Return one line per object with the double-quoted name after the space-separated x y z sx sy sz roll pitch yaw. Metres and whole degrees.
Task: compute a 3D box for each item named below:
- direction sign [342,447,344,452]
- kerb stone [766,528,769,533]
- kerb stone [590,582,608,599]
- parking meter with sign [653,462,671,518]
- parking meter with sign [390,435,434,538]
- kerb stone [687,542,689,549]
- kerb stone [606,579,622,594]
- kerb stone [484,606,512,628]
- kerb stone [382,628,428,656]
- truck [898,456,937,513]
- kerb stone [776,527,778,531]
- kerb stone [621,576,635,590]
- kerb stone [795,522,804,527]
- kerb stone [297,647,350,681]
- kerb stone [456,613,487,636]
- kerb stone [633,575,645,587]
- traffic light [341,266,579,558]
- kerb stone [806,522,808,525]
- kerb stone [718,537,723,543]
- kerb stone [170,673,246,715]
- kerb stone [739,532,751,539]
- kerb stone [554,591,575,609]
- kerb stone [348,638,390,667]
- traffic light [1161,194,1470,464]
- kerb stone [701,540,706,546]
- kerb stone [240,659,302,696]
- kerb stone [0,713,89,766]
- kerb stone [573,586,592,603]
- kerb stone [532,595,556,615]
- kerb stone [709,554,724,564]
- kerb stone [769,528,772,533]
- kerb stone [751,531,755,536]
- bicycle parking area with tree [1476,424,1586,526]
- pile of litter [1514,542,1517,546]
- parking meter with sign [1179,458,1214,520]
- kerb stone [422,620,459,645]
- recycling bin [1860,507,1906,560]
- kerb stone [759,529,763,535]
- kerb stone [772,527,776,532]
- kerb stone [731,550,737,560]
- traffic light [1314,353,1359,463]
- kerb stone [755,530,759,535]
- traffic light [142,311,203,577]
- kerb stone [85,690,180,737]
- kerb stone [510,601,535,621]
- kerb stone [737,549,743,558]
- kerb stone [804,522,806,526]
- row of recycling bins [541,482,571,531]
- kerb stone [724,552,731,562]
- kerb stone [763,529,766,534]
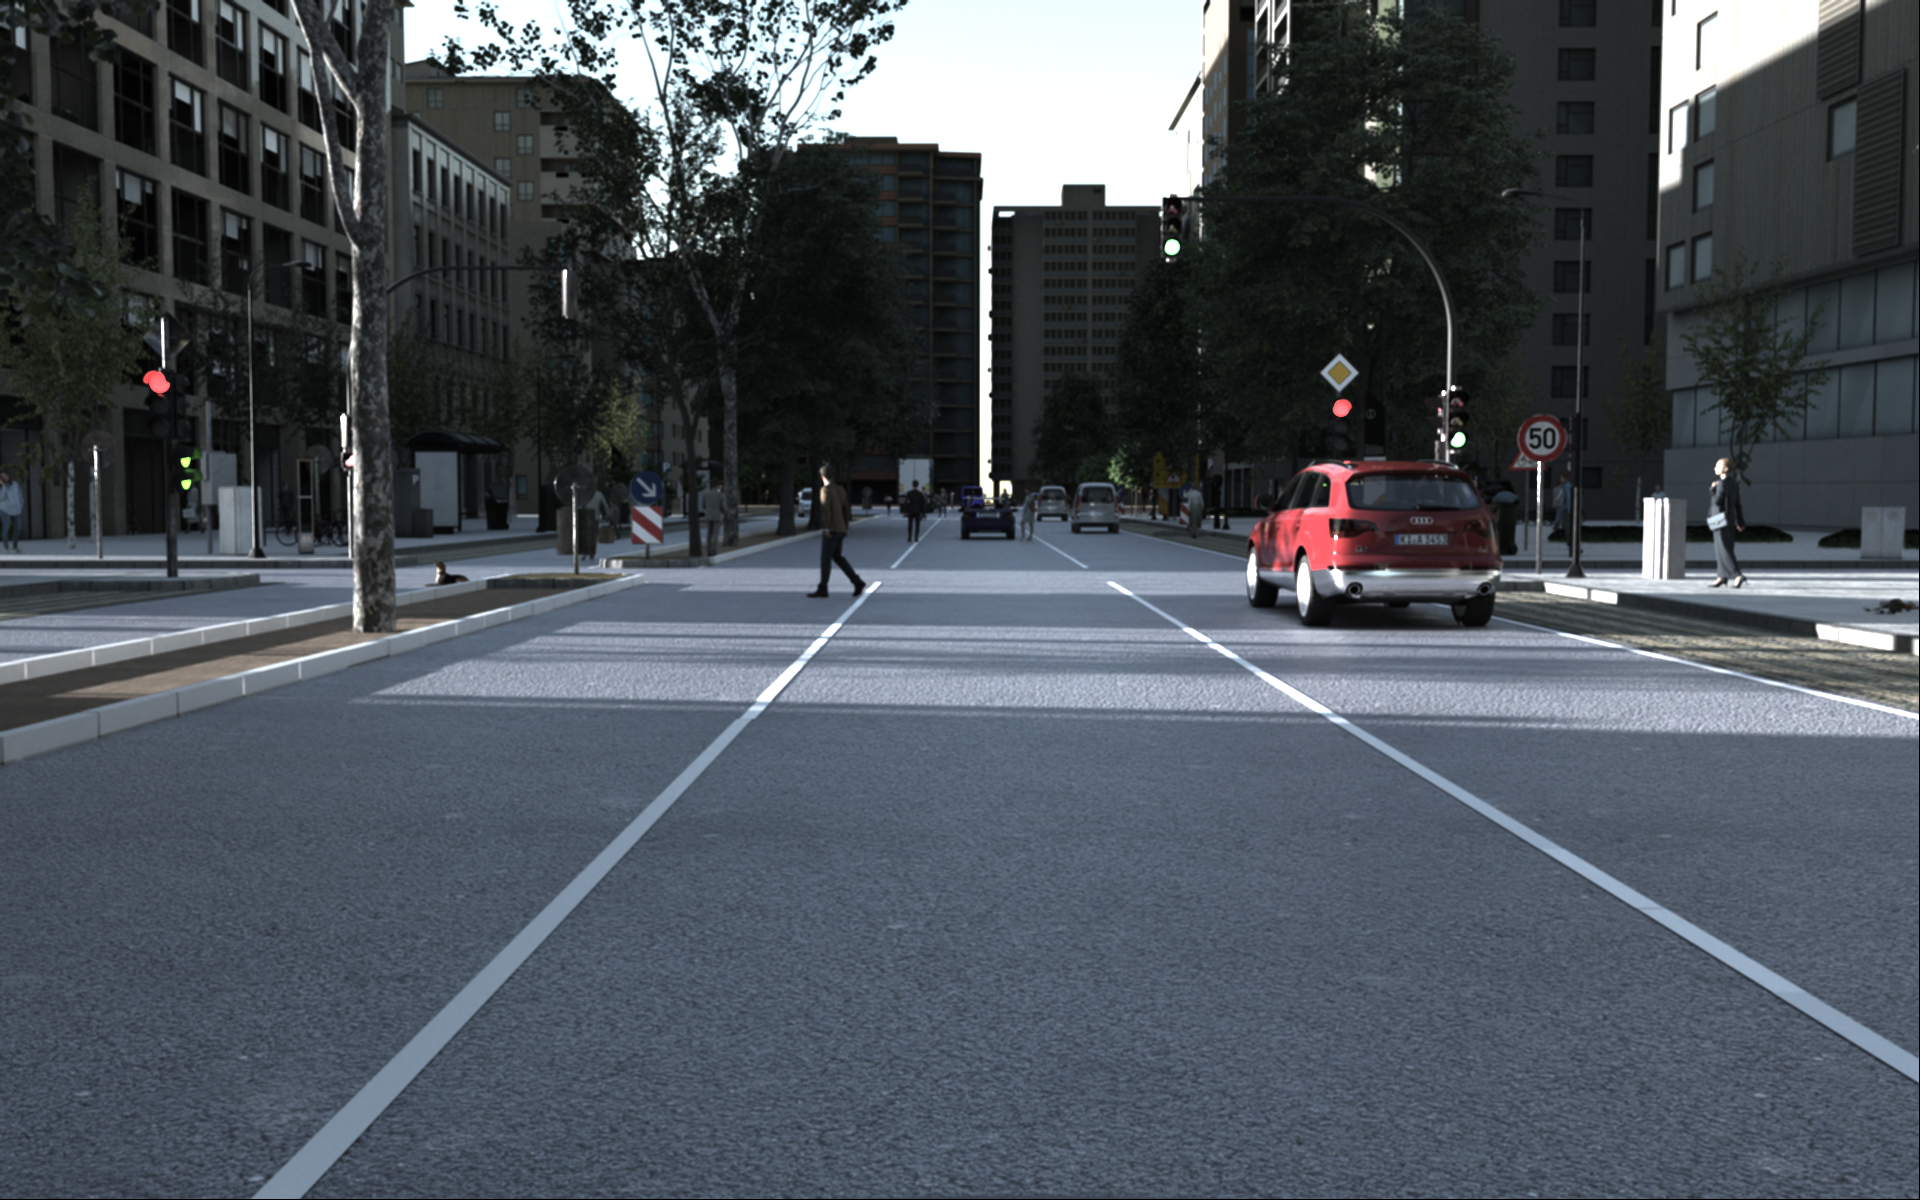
-17.754 -3.607 50.975 0.379 3.537 0.876 3 5 39 "direction sign"
-7.100 -2.464 62.481 0.120 0.150 1.000 0 4 0 "kerb stone"
-5.090 -0.112 24.033 0.120 0.150 1.000 0 4 0 "kerb stone"
-16.393 -6.038 94.976 0.543 3.016 1.738 -2 4 -30 "parking meter with sign"
-16.282 -3.347 50.979 1.738 3.016 0.543 2 4 26 "parking meter with sign"
-7.136 -1.396 45.019 0.120 0.150 1.000 0 4 0 "kerb stone"
-5.087 -0.174 25.055 0.120 0.150 1.000 0 4 0 "kerb stone"
-5.105 0.205 18.892 0.120 0.150 1.000 0 4 0 "kerb stone"
-5.105 0.390 15.826 0.120 0.150 1.000 0 4 0 "kerb stone"
-3.270 -8.768 132.274 2.839 4.237 11.283 0 4 1 "truck"
-7.080 -2.653 65.576 0.120 0.150 1.000 0 4 0 "kerb stone"
-5.089 -0.237 26.077 0.120 0.150 1.000 0 4 0 "kerb stone"
-7.061 -3.281 75.843 0.120 0.150 1.000 0 4 0 "kerb stone"
-5.110 0.515 13.771 0.120 0.150 1.000 0 4 0 "kerb stone"
-5.104 0.266 17.870 0.120 0.150 1.000 0 4 0 "kerb stone"
-5.083 -0.300 27.108 0.120 0.150 1.000 0 4 0 "kerb stone"
-10.041 -3.670 34.665 4.771 5.953 1.251 0 4 0 "traffic light"
-7.057 -3.402 77.899 0.120 0.150 1.000 0 4 0 "kerb stone"
-7.124 -1.772 51.173 0.120 0.150 1.000 0 4 0 "kerb stone"
-5.121 0.641 11.719 0.120 0.150 1.000 0 4 0 "kerb stone"
-7.110 -2.149 57.336 0.120 0.150 1.000 0 4 0 "kerb stone"
-5.095 0.015 21.973 0.120 0.150 1.000 0 4 0 "kerb stone"
-5.121 0.459 14.802 0.120 0.150 1.000 0 4 0 "kerb stone"
5.416 -3.169 26.481 4.771 5.953 1.251 0 4 0 "traffic light"
-7.128 -1.584 48.100 0.120 0.150 1.000 0 4 0 "kerb stone"
-5.116 0.578 12.749 0.120 0.150 1.000 0 4 0 "kerb stone"
-5.123 0.769 9.671 0.120 0.150 1.000 0 4 0 "kerb stone"
-5.095 -0.049 23.004 0.120 0.150 1.000 0 4 0 "kerb stone"
-5.095 0.076 20.945 0.120 0.150 1.000 0 4 0 "kerb stone"
-5.059 -0.825 35.796 0.120 0.150 1.000 0 4 0 "kerb stone"
-7.087 -2.528 63.521 0.120 0.150 1.000 0 4 0 "kerb stone"
-7.105 -2.212 58.361 0.120 0.150 1.000 0 4 0 "kerb stone"
22.359 -5.260 73.002 9.016 4.147 8.231 3 4 39 "bicycle parking area with tree"
12.410 -1.622 40.487 1.176 0.858 1.719 1 4 10 "pile of litter"
11.636 -5.461 85.548 1.738 3.016 0.543 3 5 43 "parking meter with sign"
-5.109 0.327 16.848 0.120 0.150 1.000 0 4 0 "kerb stone"
18.248 -1.326 34.236 0.722 1.027 0.722 2 4 32 "recycling bin"
-7.097 -2.338 60.422 0.120 0.150 1.000 0 4 0 "kerb stone"
-7.085 -2.591 64.554 0.120 0.150 1.000 0 4 0 "kerb stone"
-5.057 -0.953 37.842 0.120 0.150 1.000 0 4 0 "kerb stone"
7.528 -2.794 34.602 0.839 4.253 0.868 0 4 0 "traffic light"
-7.095 -2.270 59.394 0.120 0.150 1.000 0 4 0 "kerb stone"
-12.154 -2.308 26.650 0.839 4.253 0.868 0 4 0 "traffic light"
-5.124 0.703 10.697 0.120 0.150 1.000 0 4 0 "kerb stone"
-5.102 0.141 19.921 0.120 0.150 1.000 0 4 0 "kerb stone"
-5.053 -1.018 38.865 0.120 0.150 1.000 0 4 0 "kerb stone"
-7.056 -3.344 76.876 0.120 0.150 1.000 0 4 0 "kerb stone"
-14.522 -3.355 61.960 1.069 1.692 3.534 -1 4 -8 "row of recycling bins"
-5.056 -0.894 36.819 0.120 0.150 1.000 0 4 0 "kerb stone"
-7.101 -2.397 61.454 0.120 0.150 1.000 0 4 0 "kerb stone"
